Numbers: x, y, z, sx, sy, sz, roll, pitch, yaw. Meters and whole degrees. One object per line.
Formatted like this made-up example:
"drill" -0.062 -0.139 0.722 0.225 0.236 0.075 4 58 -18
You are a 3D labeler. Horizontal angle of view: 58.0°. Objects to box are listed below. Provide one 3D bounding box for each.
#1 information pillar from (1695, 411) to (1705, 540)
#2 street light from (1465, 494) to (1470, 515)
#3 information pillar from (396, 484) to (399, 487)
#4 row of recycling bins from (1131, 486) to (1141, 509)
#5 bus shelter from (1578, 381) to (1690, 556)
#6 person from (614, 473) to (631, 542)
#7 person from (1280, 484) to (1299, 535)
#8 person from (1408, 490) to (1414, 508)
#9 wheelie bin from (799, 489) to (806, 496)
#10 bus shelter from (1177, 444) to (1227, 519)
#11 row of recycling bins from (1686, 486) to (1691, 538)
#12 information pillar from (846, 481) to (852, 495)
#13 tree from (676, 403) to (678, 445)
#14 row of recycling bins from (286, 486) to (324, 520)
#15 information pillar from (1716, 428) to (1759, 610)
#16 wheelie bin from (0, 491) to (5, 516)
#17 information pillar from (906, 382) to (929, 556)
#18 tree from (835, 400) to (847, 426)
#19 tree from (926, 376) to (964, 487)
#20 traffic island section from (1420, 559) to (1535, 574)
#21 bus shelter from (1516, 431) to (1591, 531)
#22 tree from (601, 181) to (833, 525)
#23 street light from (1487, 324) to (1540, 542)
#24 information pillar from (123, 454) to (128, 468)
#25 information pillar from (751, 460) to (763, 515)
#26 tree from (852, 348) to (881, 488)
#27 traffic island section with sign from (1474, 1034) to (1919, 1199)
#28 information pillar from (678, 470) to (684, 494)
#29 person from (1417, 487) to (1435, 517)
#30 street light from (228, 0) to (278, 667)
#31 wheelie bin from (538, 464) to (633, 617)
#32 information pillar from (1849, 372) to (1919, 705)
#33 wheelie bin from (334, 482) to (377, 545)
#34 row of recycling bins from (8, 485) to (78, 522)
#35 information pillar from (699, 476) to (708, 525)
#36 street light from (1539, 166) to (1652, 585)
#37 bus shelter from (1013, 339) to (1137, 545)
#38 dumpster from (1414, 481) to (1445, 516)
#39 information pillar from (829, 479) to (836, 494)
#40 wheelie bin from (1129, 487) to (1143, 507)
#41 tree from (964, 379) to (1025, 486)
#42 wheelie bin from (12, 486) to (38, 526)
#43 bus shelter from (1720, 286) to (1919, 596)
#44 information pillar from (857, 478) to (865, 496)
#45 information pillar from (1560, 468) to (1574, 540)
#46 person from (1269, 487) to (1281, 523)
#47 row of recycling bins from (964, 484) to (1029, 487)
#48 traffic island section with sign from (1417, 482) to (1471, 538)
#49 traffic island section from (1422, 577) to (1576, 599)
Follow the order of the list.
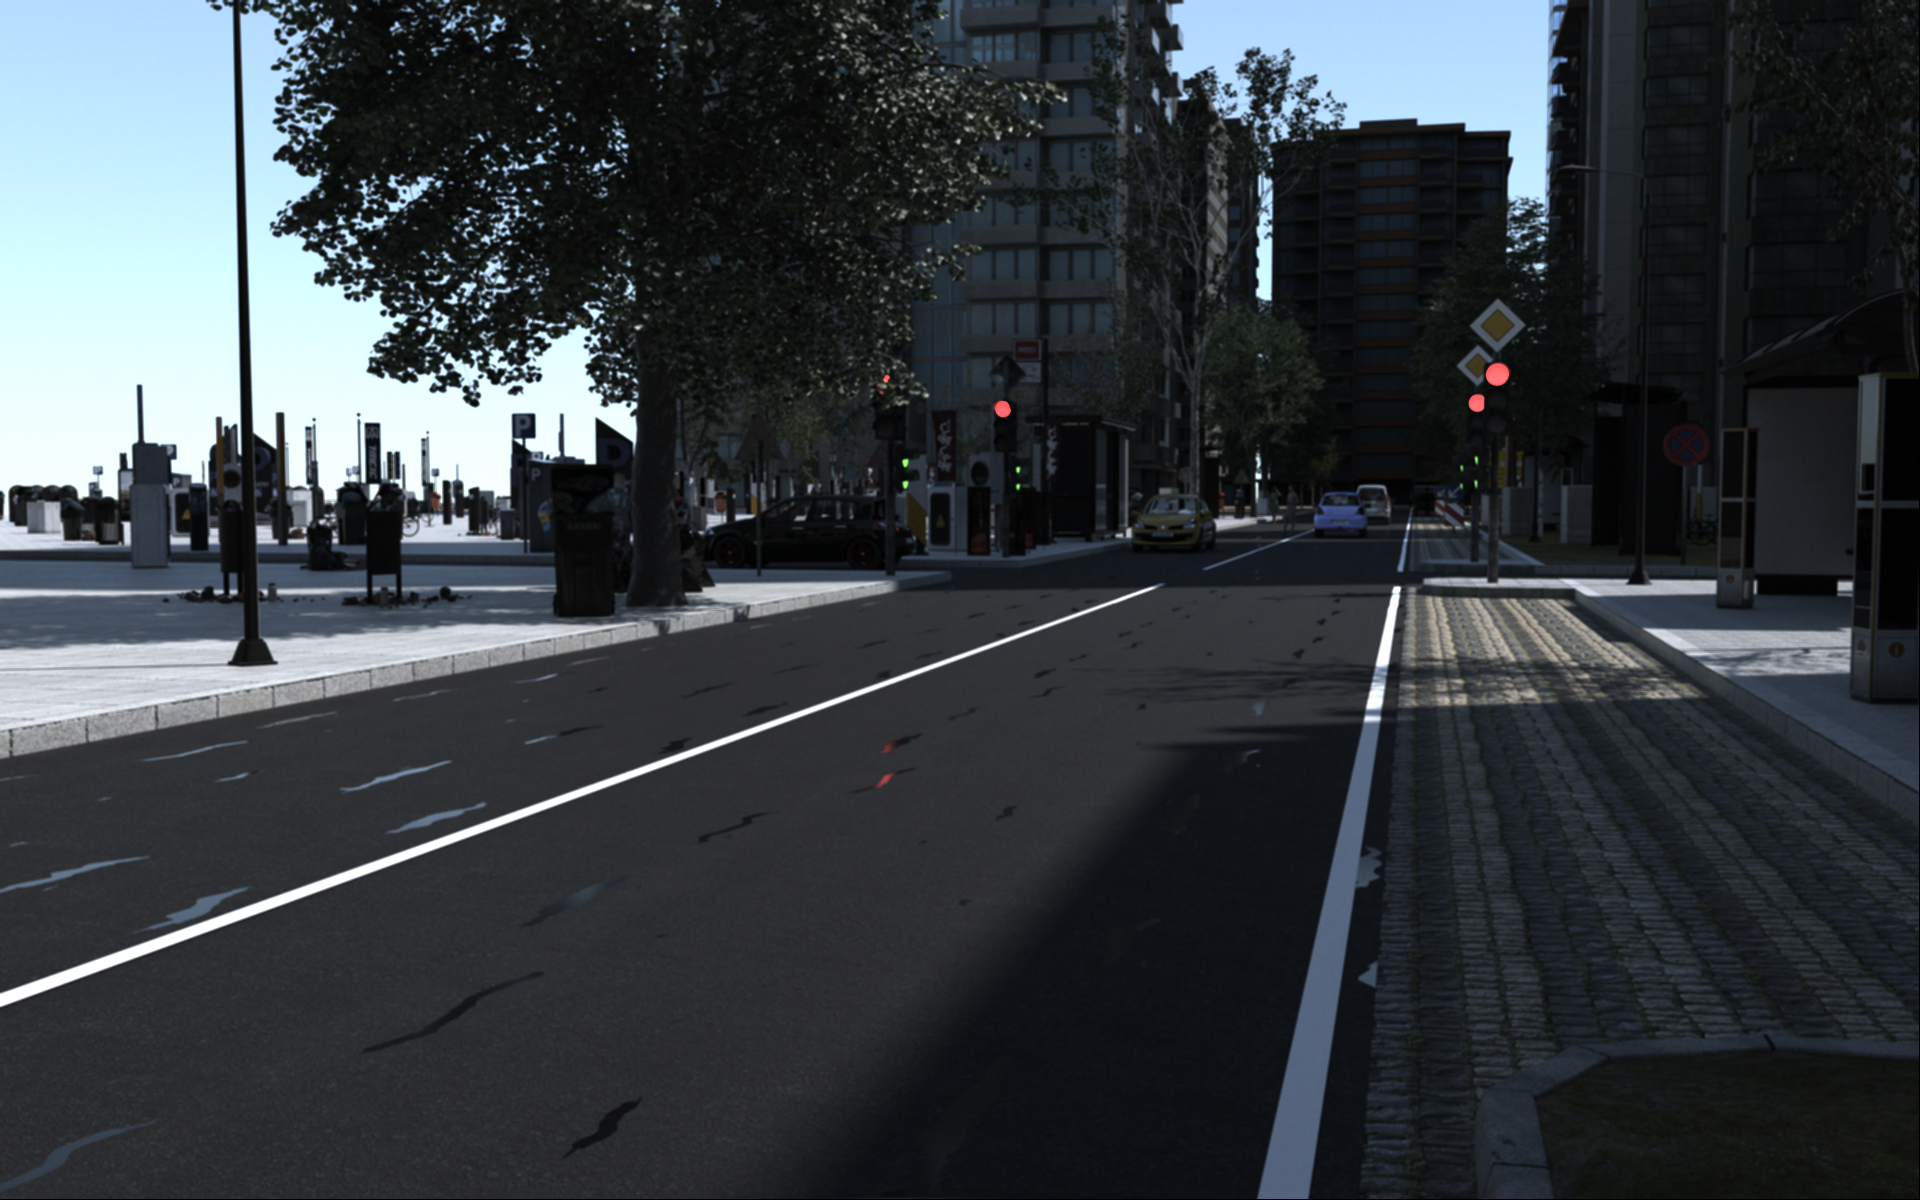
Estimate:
"information pillar" 20.776 -3.500 48.579 0.183 3.616 0.504 2 4 30
"street light" 22.418 -6.284 75.289 1.470 5.913 1.316 1 4 15
"information pillar" -39.660 -7.189 122.033 0.304 2.012 0.304 -1 4 -9
"row of recycling bins" 8.747 -5.190 91.967 1.069 1.692 3.534 -1 4 -11
"bus shelter" 14.990 -2.905 38.772 1.731 3.624 6.357 1 4 15
"person" -6.118 -1.363 30.974 0.537 1.800 0.526 1 4 20
"person" 11.450 -3.138 60.147 0.374 1.781 0.599 -2 4 -34
"person" 46.448 -10.376 178.244 0.705 1.812 1.348 3 5 41
"wheelie bin" -9.379 -5.723 101.486 0.980 1.594 0.693 -2 4 -31
"bus shelter" 11.876 -5.727 84.912 1.731 3.624 6.357 1 4 15
"row of recycling bins" 20.769 -2.675 50.842 1.069 1.692 3.534 1 4 18
"information pillar" -6.182 -5.616 96.318 0.304 2.012 0.304 0 4 4
"tree" -13.043 -8.251 85.261 4.360 8.622 3.978 0 3 0
"row of recycling bins" -33.597 -4.917 87.501 3.534 1.692 1.069 2 4 24
"information pillar" 8.691 -0.910 19.368 0.304 2.012 0.304 -3 5 -43
"wheelie bin" -55.620 -5.636 100.048 0.693 1.594 0.980 0 4 -1
"information pillar" -0.900 -2.739 36.139 0.504 3.616 0.183 -3 5 -41
"tree" -7.454 -7.848 78.673 4.737 8.622 4.395 0 3 0
"tree" -0.169 -9.680 108.635 4.360 8.622 3.978 0 3 0
"traffic island section" 9.751 -0.642 32.771 2.009 0.180 2.903 1 4 15
"bus shelter" 19.736 -3.910 57.860 2.014 3.302 5.546 1 4 15
"tree" -5.936 -5.420 38.972 4.737 8.622 4.395 0 3 0
"street light" 14.824 -4.507 46.222 1.470 5.913 1.316 1 4 15
"information pillar" -48.559 -6.691 100.754 0.504 3.616 0.183 3 4 37
"information pillar" -8.122 -4.770 69.336 0.504 3.616 0.183 0 4 0
"tree" -4.639 -7.151 67.274 4.360 8.622 3.978 0 3 0
"traffic island section with sign" 1.963 0.343 3.019 1.989 1.847 2.006 1 4 15
"information pillar" -8.319 -2.914 52.137 0.304 2.012 0.304 0 4 -6
"person" 29.406 -6.175 109.089 1.348 1.869 0.705 -1 4 -18
"street light" -4.809 -2.458 12.734 1.470 5.913 1.316 1 4 15
"wheelie bin" -3.939 -0.633 18.254 0.980 1.594 0.693 -1 4 -13
"information pillar" 5.708 -0.376 10.637 0.304 2.012 0.304 0 4 4
"wheelie bin" -15.371 -2.191 43.732 0.980 1.594 0.693 3 5 44
"row of recycling bins" -41.896 -4.409 79.203 3.534 1.692 1.069 1 4 14
"information pillar" -10.621 -4.111 71.705 0.304 2.012 0.304 0 4 3
"street light" 9.122 -3.181 24.556 1.470 5.913 1.316 1 4 15
"bus shelter" 3.087 -4.260 47.279 2.179 5.291 8.768 1 4 15
"dumpster" 30.507 -6.582 112.566 1.985 2.255 1.502 1 4 14
"information pillar" -6.105 -4.825 83.386 0.304 2.012 0.304 1 4 16
"wheelie bin" 7.280 -3.998 73.282 0.980 1.594 0.693 2 4 24
"tree" 3.038 -9.072 98.688 4.360 8.622 3.978 0 3 0
"wheelie bin" -37.356 -3.755 69.303 0.693 1.594 0.980 1 4 16
"bus shelter" 10.068 -1.564 19.492 2.014 3.302 5.546 1 4 15
"information pillar" -4.664 -4.717 81.618 0.304 2.012 0.304 1 4 11
"information pillar" 17.061 -2.704 48.709 0.304 2.012 0.304 2 4 23
"person" 15.329 -4.633 84.499 0.600 1.795 0.529 1 4 23
"row of recycling bins" 1.575 -4.175 75.375 3.534 1.692 1.069 2 4 32
"traffic island section with sign" 16.013 -2.932 56.564 1.989 1.847 2.006 1 4 15
"traffic island section" 7.724 -0.169 25.046 2.009 0.180 2.903 1 4 15
